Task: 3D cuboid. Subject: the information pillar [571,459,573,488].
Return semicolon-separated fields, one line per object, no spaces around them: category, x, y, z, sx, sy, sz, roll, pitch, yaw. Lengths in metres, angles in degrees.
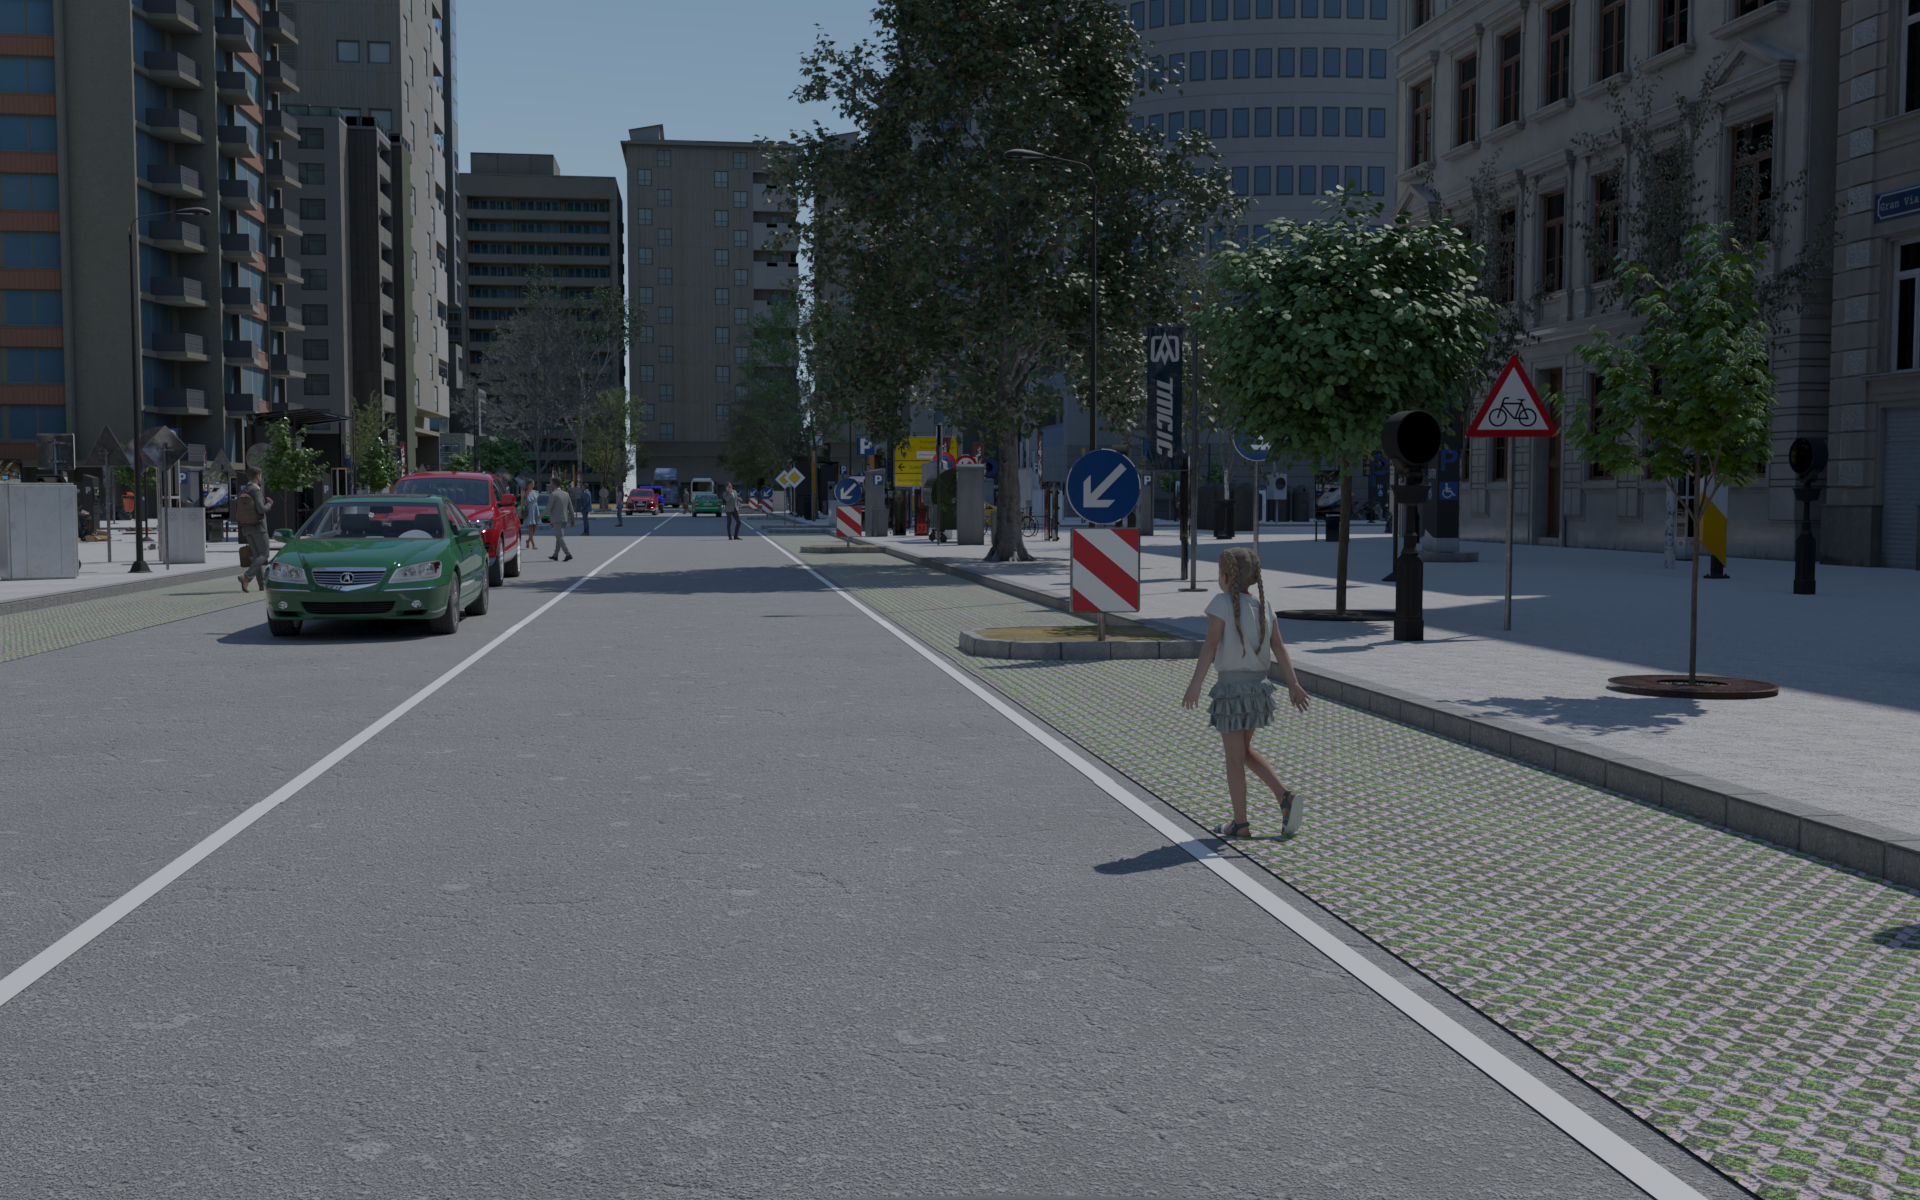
information pillar;-26.113;-7.665;116.678;0.183;3.616;0.504;-1;4;-8

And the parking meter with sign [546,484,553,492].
parking meter with sign;-32.042;-8.530;135.732;1.738;3.016;0.543;-1;4;-11

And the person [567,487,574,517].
person;-21.800;-5.420;97.098;0.573;1.828;0.580;1;4;23

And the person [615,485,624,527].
person;-14.981;-4.148;76.327;0.388;1.821;0.555;0;4;3

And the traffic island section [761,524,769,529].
traffic island section;-7.252;-3.036;71.926;2.009;0.180;2.903;-1;4;-8

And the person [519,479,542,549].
person;-11.147;-2.215;44.812;0.616;1.811;0.778;-3;4;-37

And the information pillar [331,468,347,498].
information pillar;-17.508;-2.715;48.879;0.304;2.012;0.304;3;4;38

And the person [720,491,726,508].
person;-24.063;-10.272;177.174;1.217;1.743;0.721;0;4;4

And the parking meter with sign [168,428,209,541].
parking meter with sign;-20.790;-3.093;46.824;0.543;3.016;1.738;1;4;11

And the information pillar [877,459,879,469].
information pillar;-5.459;-7.588;115.415;0.183;3.616;0.504;-1;4;-8

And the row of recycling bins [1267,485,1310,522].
row of recycling bins;14.381;-4.465;80.108;3.534;1.692;1.069;1;4;11

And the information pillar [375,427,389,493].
information pillar;-20.244;-4.242;60.713;0.183;3.616;0.504;3;5;43

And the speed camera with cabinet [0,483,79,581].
speed camera with cabinet;-14.272;-1.915;25.652;0.660;3.252;2.038;3;5;45

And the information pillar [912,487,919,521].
information pillar;-2.163;-5.641;83.581;0.504;3.616;0.183;-3;4;-38

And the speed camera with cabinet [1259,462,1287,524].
speed camera with cabinet;13.028;-4.893;74.329;2.038;3.252;0.660;-2;4;-25

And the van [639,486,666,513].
van;-23.161;-7.676;129.883;2.240;2.365;5.245;-1;4;-10

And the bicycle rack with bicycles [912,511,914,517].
bicycle rack with bicycles;-2.134;-5.033;95.667;2.925;0.926;2.852;0;4;5

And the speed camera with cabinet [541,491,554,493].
speed camera with cabinet;-31.323;-8.437;132.284;2.038;3.252;0.660;0;4;7

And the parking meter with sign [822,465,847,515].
parking meter with sign;-7.692;-6.693;105.692;1.738;3.016;0.543;3;5;42

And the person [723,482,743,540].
person;-7.106;-2.780;54.133;0.592;1.802;0.473;-2;4;-29

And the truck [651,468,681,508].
truck;-31.396;-12.008;186.089;2.967;4.110;18.799;-1;4;-8

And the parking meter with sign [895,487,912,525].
parking meter with sign;-2.379;-4.696;73.048;1.738;3.016;0.543;1;4;10

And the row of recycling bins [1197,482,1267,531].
row of recycling bins;9.423;-3.317;61.347;1.069;1.692;3.534;-1;4;-19

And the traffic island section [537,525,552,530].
traffic island section;-17.681;-2.943;70.396;2.009;0.180;2.903;-1;4;-8

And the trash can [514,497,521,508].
trash can;-24.580;-5.177;96.292;0.748;1.137;0.748;0;3;0

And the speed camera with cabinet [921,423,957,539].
speed camera with cabinet;-0.522;-3.332;48.815;0.660;3.252;2.038;1;4;17

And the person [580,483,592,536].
person;-12.873;-3.113;59.574;0.419;1.800;0.721;-1;4;-13

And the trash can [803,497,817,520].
trash can;-7.321;-4.467;84.682;0.748;1.137;0.748;0;3;0

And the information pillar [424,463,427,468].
information pillar;-40.602;-8.561;131.334;0.504;3.616;0.183;2;4;26

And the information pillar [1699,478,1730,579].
information pillar;11.422;-2.130;26.181;0.504;3.616;0.183;-1;4;-21

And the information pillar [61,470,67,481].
information pillar;-43.170;-5.634;83.475;0.183;3.616;0.504;0;4;-4

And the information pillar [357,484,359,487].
information pillar;-33.078;-5.547;95.180;0.304;2.012;0.304;-1;4;-15

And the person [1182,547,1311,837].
person;1.165;0.390;7.145;0.505;1.210;0.382;-2;4;-34

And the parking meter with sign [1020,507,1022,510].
parking meter with sign;1.649;-3.616;55.379;0.543;3.016;1.738;1;4;10

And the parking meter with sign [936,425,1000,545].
parking meter with sign;0.276;-2.903;43.726;1.738;3.016;0.543;0;4;-5

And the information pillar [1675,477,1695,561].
information pillar;13.965;-1.758;33.232;0.304;2.012;0.304;-1;4;-18

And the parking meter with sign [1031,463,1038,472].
parking meter with sign;3.675;-6.125;96.398;0.543;3.016;1.738;-3;4;-37

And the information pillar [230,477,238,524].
information pillar;-30.642;-4.199;73.150;0.304;2.012;0.304;-1;4;-14

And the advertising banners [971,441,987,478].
advertising banners;-0.063;-3.775;57.912;2.074;3.025;0.090;2;4;29

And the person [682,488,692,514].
person;-19.225;-6.939;121.911;0.822;1.834;0.622;-2;4;-29

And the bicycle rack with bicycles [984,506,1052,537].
bicycle rack with bicycles;1.536;-2.395;52.541;2.852;0.926;2.925;-2;4;-31

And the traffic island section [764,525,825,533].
traffic island section;-6.085;-2.553;64.026;2.009;0.180;2.903;-1;4;-8

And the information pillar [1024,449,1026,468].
information pillar;3.422;-6.041;90.122;0.183;3.616;0.504;2;4;34

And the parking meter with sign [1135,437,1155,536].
parking meter with sign;5.764;-3.511;53.665;0.543;3.016;1.738;0;4;-6

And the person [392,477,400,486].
person;-12.056;-1.724;36.954;0.850;1.792;0.678;-1;4;-17

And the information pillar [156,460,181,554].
information pillar;-15.258;-1.768;33.406;0.304;2.012;0.304;1;4;15

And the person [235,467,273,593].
person;-10.320;-1.029;25.289;0.622;1.834;0.822;2;4;26

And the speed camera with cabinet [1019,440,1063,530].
speed camera with cabinet;2.889;-4.336;65.231;0.660;3.252;2.038;-3;4;-38

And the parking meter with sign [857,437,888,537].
parking meter with sign;-2.603;-3.443;52.549;0.543;3.016;1.738;-1;4;-21

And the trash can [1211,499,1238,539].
trash can;7.502;-2.293;49.142;0.748;1.137;0.748;0;3;0

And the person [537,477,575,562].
person;-8.555;-1.723;36.942;0.850;1.792;0.678;2;4;32

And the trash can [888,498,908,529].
trash can;-2.265;-3.141;63.012;0.748;1.137;0.748;0;3;0

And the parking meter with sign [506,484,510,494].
parking meter with sign;-33.008;-7.907;125.532;1.738;3.016;0.543;2;4;31

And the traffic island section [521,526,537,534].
traffic island section;-16.515;-2.460;62.497;2.009;0.180;2.903;-1;4;-8

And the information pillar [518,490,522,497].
information pillar;-33.992;-7.909;133.798;0.304;2.012;0.304;-1;4;-9
